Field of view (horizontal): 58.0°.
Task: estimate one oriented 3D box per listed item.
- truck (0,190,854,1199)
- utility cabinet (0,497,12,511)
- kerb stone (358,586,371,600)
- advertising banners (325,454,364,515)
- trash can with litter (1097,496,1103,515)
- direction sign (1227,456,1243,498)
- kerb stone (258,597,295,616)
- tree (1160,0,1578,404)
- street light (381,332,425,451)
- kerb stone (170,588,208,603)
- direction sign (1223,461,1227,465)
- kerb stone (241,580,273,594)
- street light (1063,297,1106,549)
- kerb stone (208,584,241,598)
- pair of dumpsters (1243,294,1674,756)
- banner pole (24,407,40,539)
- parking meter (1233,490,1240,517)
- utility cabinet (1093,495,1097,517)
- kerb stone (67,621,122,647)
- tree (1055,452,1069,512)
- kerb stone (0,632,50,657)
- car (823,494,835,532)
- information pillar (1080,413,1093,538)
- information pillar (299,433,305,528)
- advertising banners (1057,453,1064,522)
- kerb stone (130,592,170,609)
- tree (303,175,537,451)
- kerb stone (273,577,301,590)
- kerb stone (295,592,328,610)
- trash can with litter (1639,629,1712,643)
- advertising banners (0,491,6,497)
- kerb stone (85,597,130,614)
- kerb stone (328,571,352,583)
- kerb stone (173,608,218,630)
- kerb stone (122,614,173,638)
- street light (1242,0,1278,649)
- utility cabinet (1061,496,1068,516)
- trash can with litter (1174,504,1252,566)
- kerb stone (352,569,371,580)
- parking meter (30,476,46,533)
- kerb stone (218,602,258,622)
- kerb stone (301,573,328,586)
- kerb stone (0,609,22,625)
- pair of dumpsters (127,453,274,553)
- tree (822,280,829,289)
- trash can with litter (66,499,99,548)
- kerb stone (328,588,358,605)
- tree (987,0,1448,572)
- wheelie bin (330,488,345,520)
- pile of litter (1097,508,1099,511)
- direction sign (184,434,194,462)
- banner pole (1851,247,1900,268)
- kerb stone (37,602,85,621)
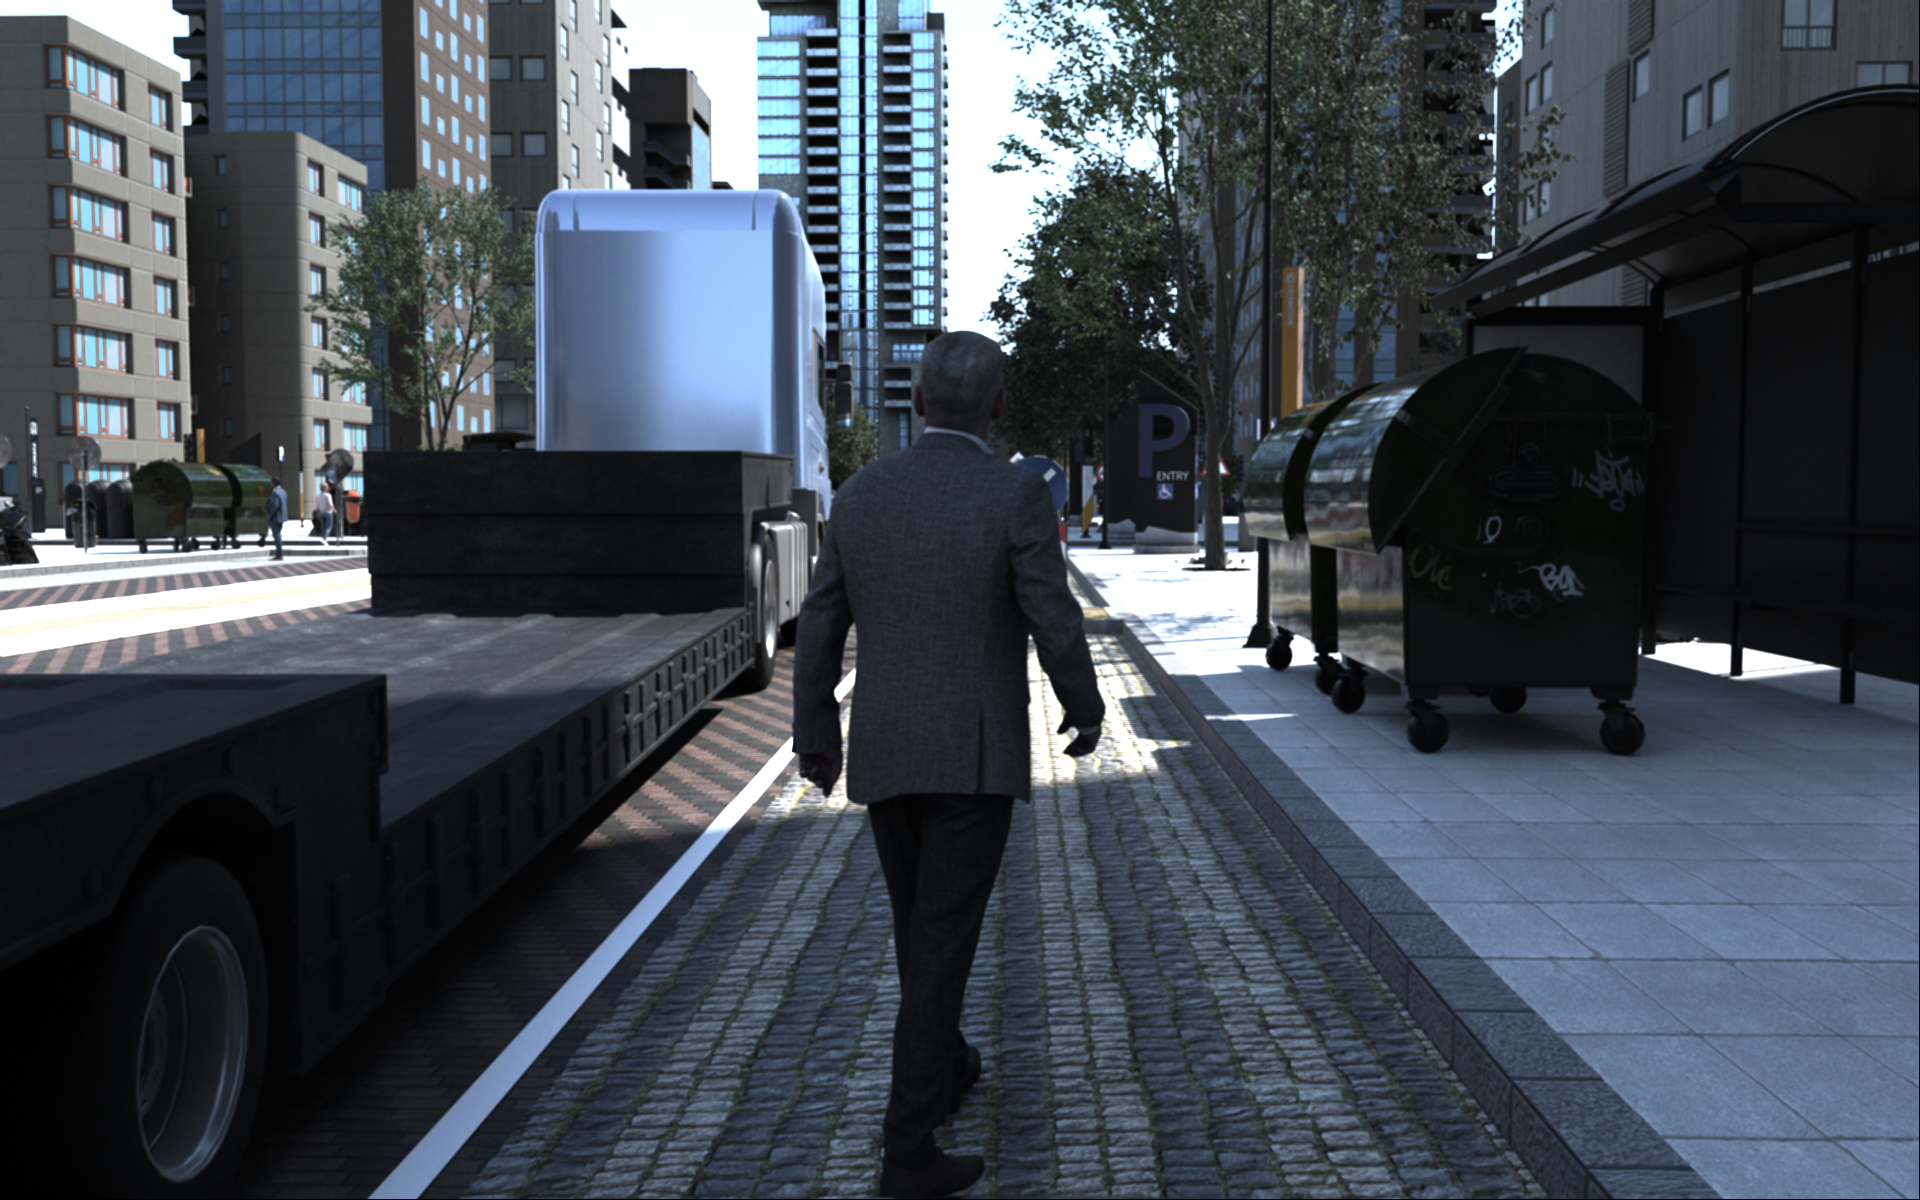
[{"bbox_3d":[-2.604,-1.213,9.587,2.967,4.110,18.799,0,4,0],"label":"truck"},{"bbox_3d":[-19.255,-1.430,34.541,1.020,1.237,0.306,3,5,40],"label":"utility cabinet"},{"bbox_3d":[-8.195,-0.103,23.875,0.120,0.150,1.000,0,4,2],"label":"kerb stone"},{"bbox_3d":[-26.516,-4.844,75.382,2.074,3.025,0.090,-2,4,-27],"label":"advertising banners"},{"bbox_3d":[8.591,-5.767,105.671,0.624,1.170,1.055,-1,4,-16],"label":"trash can with litter"},{"bbox_3d":[16.342,-6.731,102.051,0.379,3.537,0.876,-3,4,-37],"label":"direction sign"},{"bbox_3d":[-8.290,0.085,20.802,0.120,0.150,1.000,0,4,2],"label":"kerb stone"},{"bbox_3d":[4.198,-4.173,18.587,4.360,8.622,3.978,0,3,0],"label":"tree"},{"bbox_3d":[-16.010,-4.722,49.753,1.470,5.913,1.316,0,4,2],"label":"street light"},{"bbox_3d":[-10.317,-0.048,22.992,0.120,0.150,1.000,0,4,2],"label":"kerb stone"},{"bbox_3d":[18.287,-7.678,117.537,0.876,3.537,0.379,0,4,-6],"label":"direction sign"},{"bbox_3d":[-10.249,-0.173,25.035,0.120,0.150,1.000,0,4,2],"label":"kerb stone"},{"bbox_3d":[2.833,-4.137,40.188,1.470,5.913,1.316,0,4,2],"label":"street light"},{"bbox_3d":[-10.286,-0.102,24.014,0.120,0.150,1.000,0,4,2],"label":"kerb stone"},{"bbox_3d":[2.792,-0.490,10.506,1.574,2.255,4.437,0,4,2],"label":"pair of dumpsters"},{"bbox_3d":[-26.701,-3.660,49.859,0.401,3.779,0.863,0,4,-3],"label":"banner pole"},{"bbox_3d":[15.536,-5.443,97.404,0.372,1.533,0.369,0,3,0],"label":"parking meter"},{"bbox_3d":[7.328,-5.310,97.983,0.306,1.237,1.020,3,5,41],"label":"utility cabinet"},{"bbox_3d":[-8.427,0.337,16.707,0.120,0.150,1.000,0,4,2],"label":"kerb stone"},{"bbox_3d":[5.656,-8.725,93.016,4.737,8.622,4.395,0,3,0],"label":"tree"},{"bbox_3d":[-8.447,0.398,15.685,0.120,0.150,1.000,0,4,2],"label":"kerb stone"},{"bbox_3d":[-4.270,-3.232,64.648,2.131,1.459,4.920,0,4,0],"label":"car"},{"bbox_3d":[3.723,-3.621,50.558,0.183,3.616,0.504,2,4,35],"label":"information pillar"},{"bbox_3d":[-25.115,-4.567,66.031,0.183,3.616,0.504,-1,4,-23],"label":"information pillar"},{"bbox_3d":[4.291,-4.787,74.462,0.090,3.025,2.074,0,4,-6],"label":"advertising banners"},{"bbox_3d":[-10.355,0.022,21.970,0.120,0.150,1.000,0,4,2],"label":"kerb stone"},{"bbox_3d":[-16.792,-7.937,55.532,9.928,11.665,9.643,0,3,0],"label":"tree"},{"bbox_3d":[-10.224,-0.236,26.062,0.120,0.150,1.000,0,4,2],"label":"kerb stone"},{"bbox_3d":[-8.258,0.022,21.832,0.120,0.150,1.000,0,4,2],"label":"kerb stone"},{"bbox_3d":[6.369,-0.231,15.162,1.055,1.170,0.624,0,4,-1],"label":"trash can with litter"},{"bbox_3d":[-35.270,-4.028,62.050,0.090,3.025,2.074,2,4,34],"label":"advertising banners"},{"bbox_3d":[-10.385,0.080,20.946,0.120,0.150,1.000,0,4,2],"label":"kerb stone"},{"bbox_3d":[-10.159,-0.362,28.113,0.120,0.150,1.000,0,4,2],"label":"kerb stone"},{"bbox_3d":[-8.353,0.211,18.754,0.120,0.150,1.000,0,4,2],"label":"kerb stone"},{"bbox_3d":[-8.390,0.273,17.732,0.120,0.150,1.000,0,4,2],"label":"kerb stone"},{"bbox_3d":[2.006,-2.559,14.386,1.470,5.913,1.316,0,4,2],"label":"street light"},{"bbox_3d":[6.390,-5.616,102.991,1.020,1.237,0.306,1,4,16],"label":"utility cabinet"},{"bbox_3d":[4.835,-1.292,32.181,1.678,1.210,2.233,1,4,17],"label":"trash can with litter"},{"bbox_3d":[-10.126,-0.424,29.134,0.120,0.150,1.000,0,4,2],"label":"kerb stone"},{"bbox_3d":[-30.118,-3.113,56.604,0.255,1.863,0.399,3,5,44],"label":"parking meter"},{"bbox_3d":[-8.324,0.153,19.776,0.120,0.150,1.000,0,4,2],"label":"kerb stone"},{"bbox_3d":[-10.191,-0.299,27.092,0.120,0.150,1.000,0,4,2],"label":"kerb stone"},{"bbox_3d":[-10.445,0.204,18.893,0.120,0.150,1.000,0,4,2],"label":"kerb stone"},{"bbox_3d":[-17.184,-2.256,39.387,1.574,2.255,4.437,0,4,2],"label":"pair of dumpsters"},{"bbox_3d":[-16.076,-16.506,125.768,12.611,20.169,13.585,0,3,0],"label":"tree"},{"bbox_3d":[-20.868,-1.824,41.210,0.624,1.170,1.055,-1,4,-21],"label":"trash can with litter"},{"bbox_3d":[-8.221,-0.035,22.854,0.120,0.150,1.000,0,4,2],"label":"kerb stone"},{"bbox_3d":[4.290,-6.304,28.829,9.928,11.665,9.643,0,3,0],"label":"tree"},{"bbox_3d":[-30.359,-4.690,84.593,0.693,1.594,0.980,3,4,38],"label":"wheelie bin"},{"bbox_3d":[9.966,-6.599,121.861,1.719,0.858,1.176,-1,4,-11],"label":"pile of litter"},{"bbox_3d":[-29.089,-4.489,65.385,0.379,3.537,0.876,-3,5,-43],"label":"direction sign"},{"bbox_3d":[7.044,-1.427,13.354,0.863,3.779,0.401,-2,4,-34],"label":"banner pole"},{"bbox_3d":[-10.416,0.139,19.917,0.120,0.150,1.000,0,4,2],"label":"kerb stone"}]
